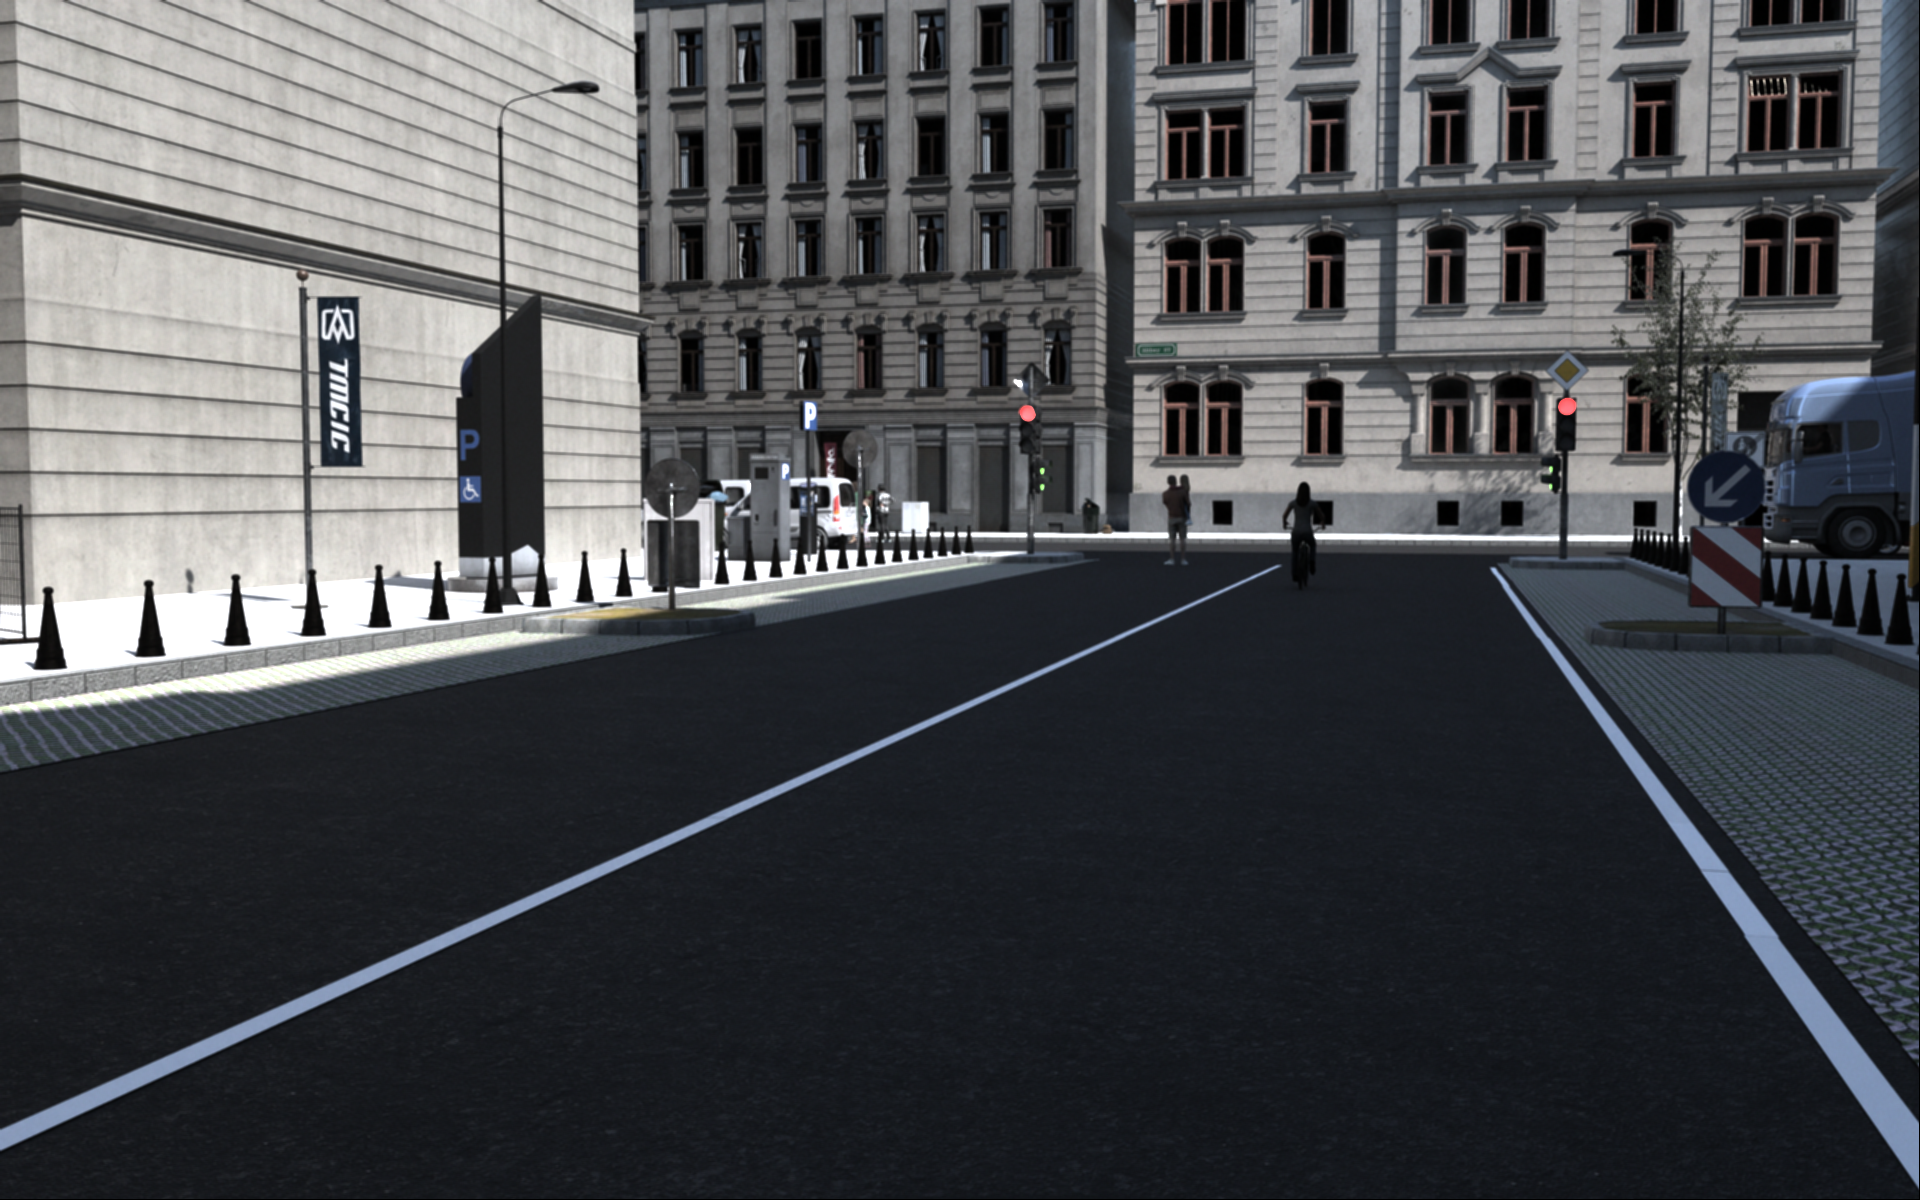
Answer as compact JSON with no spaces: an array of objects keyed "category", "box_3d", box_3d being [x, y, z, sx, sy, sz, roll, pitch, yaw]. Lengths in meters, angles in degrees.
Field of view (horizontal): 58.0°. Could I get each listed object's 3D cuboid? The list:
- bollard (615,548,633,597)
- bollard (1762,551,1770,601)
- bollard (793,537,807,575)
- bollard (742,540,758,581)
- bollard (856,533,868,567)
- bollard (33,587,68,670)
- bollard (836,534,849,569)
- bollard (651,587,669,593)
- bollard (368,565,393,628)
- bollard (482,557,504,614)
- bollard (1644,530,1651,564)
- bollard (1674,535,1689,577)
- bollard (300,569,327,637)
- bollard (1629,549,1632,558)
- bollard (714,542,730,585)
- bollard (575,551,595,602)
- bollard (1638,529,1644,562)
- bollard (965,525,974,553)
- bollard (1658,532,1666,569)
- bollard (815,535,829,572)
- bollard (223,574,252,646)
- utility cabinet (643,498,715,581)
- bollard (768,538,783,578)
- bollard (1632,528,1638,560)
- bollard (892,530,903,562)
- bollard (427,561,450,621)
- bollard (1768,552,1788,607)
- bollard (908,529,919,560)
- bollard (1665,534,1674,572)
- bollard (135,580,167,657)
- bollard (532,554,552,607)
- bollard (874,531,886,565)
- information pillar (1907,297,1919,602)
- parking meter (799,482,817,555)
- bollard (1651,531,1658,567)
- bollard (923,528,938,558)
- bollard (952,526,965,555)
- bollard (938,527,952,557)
[{"category":"bollard","box_3d":[-4.205,-0.344,21.663,0.229,0.601,0.229,0,3,0]},{"category":"bollard","box_3d":[9.682,-0.289,20.767,0.229,0.601,0.229,0,3,0]},{"category":"bollard","box_3d":[-2.554,-0.709,27.631,0.229,0.601,0.229,0,3,0]},{"category":"bollard","box_3d":[-3.110,-0.587,25.635,0.229,0.601,0.229,0,3,0]},{"category":"bollard","box_3d":[-1.732,-0.891,30.605,0.229,0.601,0.229,0,3,0]},{"category":"bollard","box_3d":[-6.678,0.204,12.700,0.229,0.601,0.229,0,3,0]},{"category":"bollard","box_3d":[-2.007,-0.830,29.613,0.229,0.601,0.229,0,3,0]},{"category":"bollard","box_3d":[-3.926,-0.404,22.652,0.229,0.601,0.229,0,3,0]},{"category":"bollard","box_3d":[-5.586,-0.038,16.663,0.229,0.601,0.229,0,3,0]},{"category":"bollard","box_3d":[-5.035,-0.160,18.661,0.229,0.601,0.229,0,3,0]},{"category":"bollard","box_3d":[12.713,-0.959,31.719,0.229,0.601,0.229,0,3,0]},{"category":"bollard","box_3d":[11.608,-0.714,27.716,0.229,0.601,0.229,0,3,0]},{"category":"bollard","box_3d":[-5.857,0.023,15.673,0.229,0.601,0.229,0,3,0]},{"category":"bollard","box_3d":[13.535,-1.141,34.695,0.229,0.601,0.229,0,3,0]},{"category":"bollard","box_3d":[-3.387,-0.526,24.633,0.229,0.601,0.229,0,3,0]},{"category":"bollard","box_3d":[-4.478,-0.283,20.674,0.229,0.601,0.229,0,3,0]},{"category":"bollard","box_3d":[12.989,-1.019,32.709,0.229,0.601,0.229,0,3,0]},{"category":"bollard","box_3d":[0.195,-1.317,37.580,0.229,0.601,0.229,0,3,0]},{"category":"bollard","box_3d":[12.161,-0.836,29.712,0.229,0.601,0.229,0,3,0]},{"category":"bollard","box_3d":[-2.281,-0.770,28.624,0.229,0.601,0.229,0,3,0]},{"category":"bollard","box_3d":[-6.134,0.083,14.684,0.229,0.601,0.229,0,3,0]},{"category":"utility cabinet","box_3d":[-4.167,-0.891,25.726,1.020,1.237,0.306,0,4,2]},{"category":"bollard","box_3d":[-2.833,-0.647,26.624,0.229,0.601,0.229,0,3,0]},{"category":"bollard","box_3d":[13.263,-1.080,33.702,0.229,0.601,0.229,0,3,0]},{"category":"bollard","box_3d":[-1.184,-1.012,32.585,0.229,0.601,0.229,0,3,0]},{"category":"bollard","box_3d":[-5.317,-0.099,17.654,0.229,0.601,0.229,0,3,0]},{"category":"bollard","box_3d":[9.413,-0.228,19.776,0.229,0.601,0.229,0,3,0]},{"category":"bollard","box_3d":[-0.904,-1.073,33.592,0.229,0.601,0.229,0,3,0]},{"category":"bollard","box_3d":[11.883,-0.776,28.724,0.229,0.601,0.229,0,3,0]},{"category":"bollard","box_3d":[-6.406,0.144,13.694,0.229,0.601,0.229,0,3,0]},{"category":"bollard","box_3d":[-4.753,-0.222,19.675,0.229,0.601,0.229,0,3,0]},{"category":"bollard","box_3d":[-1.462,-0.951,31.596,0.229,0.601,0.229,0,3,0]},{"category":"information pillar","box_3d":[11.586,-1.790,20.620,0.504,3.616,0.183,0,4,1]},{"category":"parking meter","box_3d":[-3.219,-1.734,36.761,0.372,1.533,0.369,0,3,0]},{"category":"bollard","box_3d":[12.431,-0.897,30.707,0.229,0.601,0.229,0,3,0]},{"category":"bollard","box_3d":[-0.634,-1.134,34.582,0.229,0.601,0.229,0,3,0]},{"category":"bollard","box_3d":[-0.079,-1.257,36.590,0.229,0.601,0.229,0,3,0]},{"category":"bollard","box_3d":[-0.360,-1.195,35.582,0.229,0.601,0.229,0,3,0]}]
